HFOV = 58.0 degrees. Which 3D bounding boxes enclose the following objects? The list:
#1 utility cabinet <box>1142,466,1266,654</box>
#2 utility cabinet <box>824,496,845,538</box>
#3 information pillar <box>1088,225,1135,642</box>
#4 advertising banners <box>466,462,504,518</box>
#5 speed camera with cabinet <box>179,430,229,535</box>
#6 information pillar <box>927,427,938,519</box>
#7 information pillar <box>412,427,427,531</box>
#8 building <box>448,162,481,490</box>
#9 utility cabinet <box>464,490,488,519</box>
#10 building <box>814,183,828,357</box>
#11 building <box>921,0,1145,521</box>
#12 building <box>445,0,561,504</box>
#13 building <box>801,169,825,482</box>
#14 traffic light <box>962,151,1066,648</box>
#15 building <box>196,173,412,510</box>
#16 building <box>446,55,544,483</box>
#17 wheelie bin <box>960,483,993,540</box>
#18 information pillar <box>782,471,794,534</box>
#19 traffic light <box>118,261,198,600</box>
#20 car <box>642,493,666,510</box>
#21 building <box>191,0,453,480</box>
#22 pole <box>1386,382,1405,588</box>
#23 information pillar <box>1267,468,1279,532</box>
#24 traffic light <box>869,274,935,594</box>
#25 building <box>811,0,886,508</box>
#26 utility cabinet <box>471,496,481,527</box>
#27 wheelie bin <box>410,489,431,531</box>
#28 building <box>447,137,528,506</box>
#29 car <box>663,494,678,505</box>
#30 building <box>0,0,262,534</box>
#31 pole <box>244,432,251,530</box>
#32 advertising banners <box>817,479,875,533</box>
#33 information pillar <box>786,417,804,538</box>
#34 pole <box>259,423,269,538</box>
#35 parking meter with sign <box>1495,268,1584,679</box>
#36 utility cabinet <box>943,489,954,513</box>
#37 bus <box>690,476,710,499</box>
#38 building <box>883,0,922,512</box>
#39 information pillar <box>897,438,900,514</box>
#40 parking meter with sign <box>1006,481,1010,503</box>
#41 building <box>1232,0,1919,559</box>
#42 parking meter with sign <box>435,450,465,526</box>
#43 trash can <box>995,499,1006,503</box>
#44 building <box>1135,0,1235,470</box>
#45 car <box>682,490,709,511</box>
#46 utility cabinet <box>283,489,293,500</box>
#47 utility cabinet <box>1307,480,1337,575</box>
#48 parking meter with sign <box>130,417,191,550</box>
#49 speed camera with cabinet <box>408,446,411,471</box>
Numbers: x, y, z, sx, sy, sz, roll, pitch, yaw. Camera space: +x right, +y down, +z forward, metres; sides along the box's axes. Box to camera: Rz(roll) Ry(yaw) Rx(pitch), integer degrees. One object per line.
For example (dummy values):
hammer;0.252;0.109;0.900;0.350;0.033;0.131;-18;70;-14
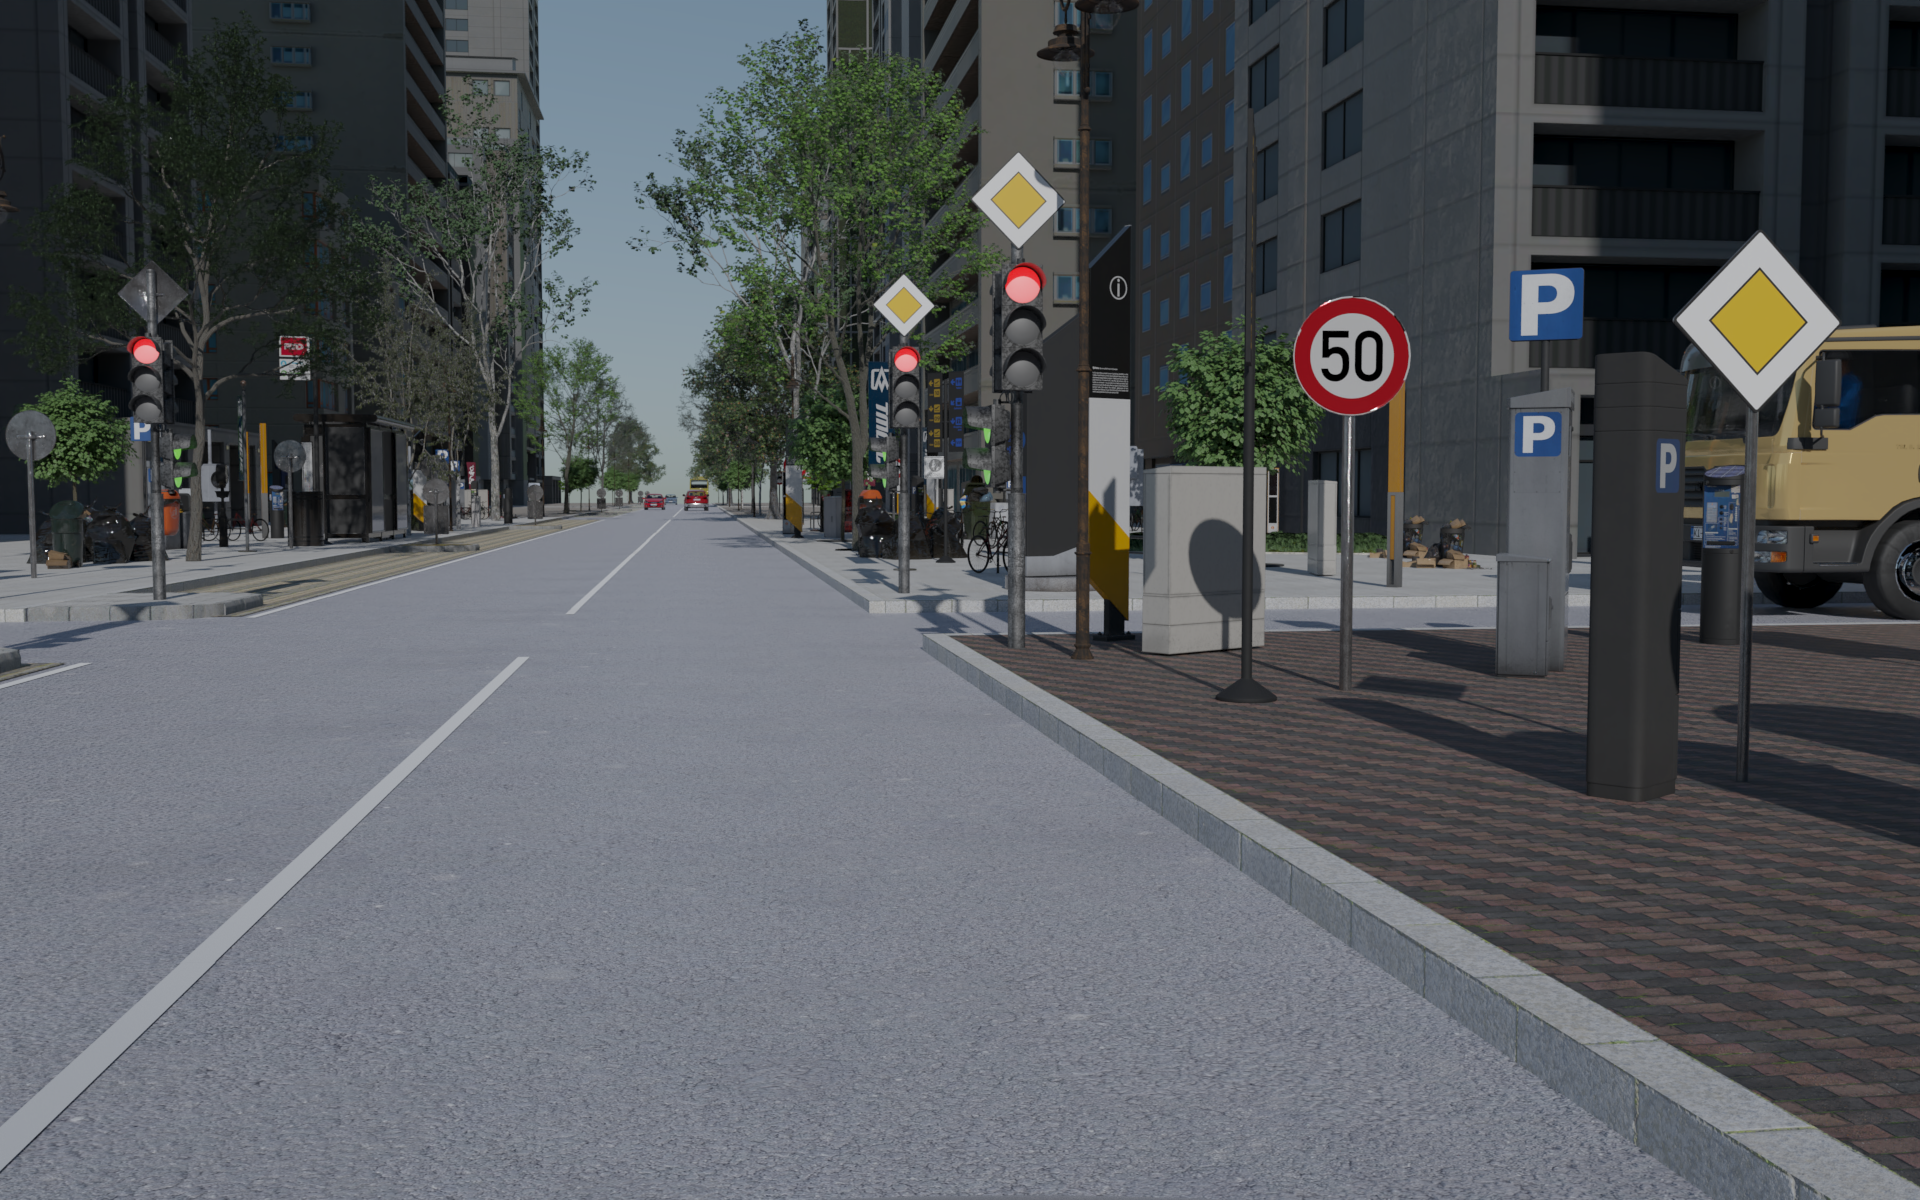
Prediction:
utility cabinet;1.987;-0.331;14.095;1.173;1.500;0.318;-3;5;-41
utility cabinet;-3.706;-2.432;50.925;0.306;1.237;1.020;-2;4;-25
information pillar;1.290;-1.450;15.069;0.504;3.616;0.183;-3;4;-37
advertising banners;-25.799;-5.988;94.084;2.074;3.025;0.090;0;4;8
speed camera with cabinet;-23.305;-3.564;52.612;0.660;3.252;2.038;3;4;36
information pillar;-0.802;-3.645;50.947;0.183;3.616;0.504;-3;4;-36
information pillar;-18.553;-4.169;59.522;0.183;3.616;0.504;3;5;40
building;-49.654;-23.100;149.382;14.160;30.474;14.107;-1;4;-9
utility cabinet;-24.697;-4.876;88.403;0.318;1.500;1.173;3;5;41
building;-11.797;-32.981;222.833;14.154;41.232;14.086;-1;4;-9
building;9.916;-28.418;88.333;21.300;48.544;21.600;-1;4;-9
building;-65.674;-48.811;236.315;20.563;71.187;20.611;-1;4;-9
building;-8.188;-40.047;244.013;28.713;52.752;27.495;-1;4;-9
traffic light;0.454;-1.557;14.382;0.839;4.253;0.868;-1;4;-9
building;-50.244;-15.935;105.574;27.650;21.520;28.899;-1;4;-9
building;-66.357;-38.106;212.265;28.713;52.752;27.495;-1;4;-9
wheelie bin;0.497;-2.493;48.675;0.980;1.594;0.693;-2;4;-29
information pillar;-5.487;-3.112;55.368;0.304;2.012;0.304;1;4;19
traffic light;-9.698;-1.957;20.911;0.839;4.253;0.868;-1;4;-9
car;-27.651;-9.040;156.846;2.155;1.783;4.494;0;4;-7
building;-50.928;-30.974;130.135;21.300;48.544;21.600;-1;4;-9
pole;5.978;-1.829;23.739;0.158;3.312;0.155;0;3;0
information pillar;8.860;-2.722;48.992;0.304;2.012;0.304;1;4;13
traffic light;-0.741;-2.040;22.278;0.839;4.253;0.868;-1;4;-9
building;-6.909;-46.889;204.885;20.563;71.187;20.611;-1;4;-9
utility cabinet;-19.031;-3.487;68.174;0.306;1.237;1.020;-1;4;-12
wheelie bin;-18.944;-3.227;60.666;0.980;1.594;0.693;3;5;42
building;-56.192;-31.138;192.703;14.154;41.232;14.086;-1;4;-9
car;-38.626;-13.407;231.199;2.014;1.417;4.499;-1;4;-9
building;-37.739;-38.159;62.155;20.563;71.187;20.611;-1;4;-9
pole;-23.379;-3.850;56.795;0.158;3.312;0.155;0;3;0
advertising banners;-3.724;-3.762;57.696;2.074;3.025;0.090;0;4;4
information pillar;-4.818;-3.614;50.438;0.504;3.616;0.183;0;4;8
pole;-20.104;-3.436;50.024;0.158;3.312;0.155;0;3;0
parking meter with sign;4.251;-1.010;12.770;0.543;3.016;1.738;1;4;22
utility cabinet;-0.728;-4.214;77.575;0.318;1.500;1.173;-2;4;-32
bus;-36.044;-15.177;239.688;2.896;3.916;12.252;0;4;-8
building;4.961;-35.841;128.005;21.231;58.520;28.212;-1;4;-9
information pillar;-2.164;-4.461;64.294;0.183;3.616;0.504;2;4;31
parking meter with sign;2.190;-4.820;75.064;0.543;3.016;1.738;0;4;6
building;20.025;-37.014;43.429;20.611;71.187;20.563;-1;4;-9
parking meter with sign;-20.277;-4.432;68.729;0.543;3.016;1.738;0;4;-1
trash can;1.419;-2.527;52.970;0.748;1.137;0.748;0;3;0
building;14.960;-25.256;63.047;14.600;45.320;14.200;-1;4;-9
car;-22.578;-8.533;148.180;2.281;1.827;5.304;-1;4;-10
utility cabinet;-31.673;-4.463;81.645;0.318;1.500;1.173;-2;4;-28
utility cabinet;5.767;-1.154;27.541;0.318;1.500;1.173;0;4;4
parking meter with sign;-18.344;-2.671;39.937;0.543;3.016;1.738;0;4;5
speed camera with cabinet;-23.032;-4.780;72.492;0.660;3.252;2.038;0;4;-4
